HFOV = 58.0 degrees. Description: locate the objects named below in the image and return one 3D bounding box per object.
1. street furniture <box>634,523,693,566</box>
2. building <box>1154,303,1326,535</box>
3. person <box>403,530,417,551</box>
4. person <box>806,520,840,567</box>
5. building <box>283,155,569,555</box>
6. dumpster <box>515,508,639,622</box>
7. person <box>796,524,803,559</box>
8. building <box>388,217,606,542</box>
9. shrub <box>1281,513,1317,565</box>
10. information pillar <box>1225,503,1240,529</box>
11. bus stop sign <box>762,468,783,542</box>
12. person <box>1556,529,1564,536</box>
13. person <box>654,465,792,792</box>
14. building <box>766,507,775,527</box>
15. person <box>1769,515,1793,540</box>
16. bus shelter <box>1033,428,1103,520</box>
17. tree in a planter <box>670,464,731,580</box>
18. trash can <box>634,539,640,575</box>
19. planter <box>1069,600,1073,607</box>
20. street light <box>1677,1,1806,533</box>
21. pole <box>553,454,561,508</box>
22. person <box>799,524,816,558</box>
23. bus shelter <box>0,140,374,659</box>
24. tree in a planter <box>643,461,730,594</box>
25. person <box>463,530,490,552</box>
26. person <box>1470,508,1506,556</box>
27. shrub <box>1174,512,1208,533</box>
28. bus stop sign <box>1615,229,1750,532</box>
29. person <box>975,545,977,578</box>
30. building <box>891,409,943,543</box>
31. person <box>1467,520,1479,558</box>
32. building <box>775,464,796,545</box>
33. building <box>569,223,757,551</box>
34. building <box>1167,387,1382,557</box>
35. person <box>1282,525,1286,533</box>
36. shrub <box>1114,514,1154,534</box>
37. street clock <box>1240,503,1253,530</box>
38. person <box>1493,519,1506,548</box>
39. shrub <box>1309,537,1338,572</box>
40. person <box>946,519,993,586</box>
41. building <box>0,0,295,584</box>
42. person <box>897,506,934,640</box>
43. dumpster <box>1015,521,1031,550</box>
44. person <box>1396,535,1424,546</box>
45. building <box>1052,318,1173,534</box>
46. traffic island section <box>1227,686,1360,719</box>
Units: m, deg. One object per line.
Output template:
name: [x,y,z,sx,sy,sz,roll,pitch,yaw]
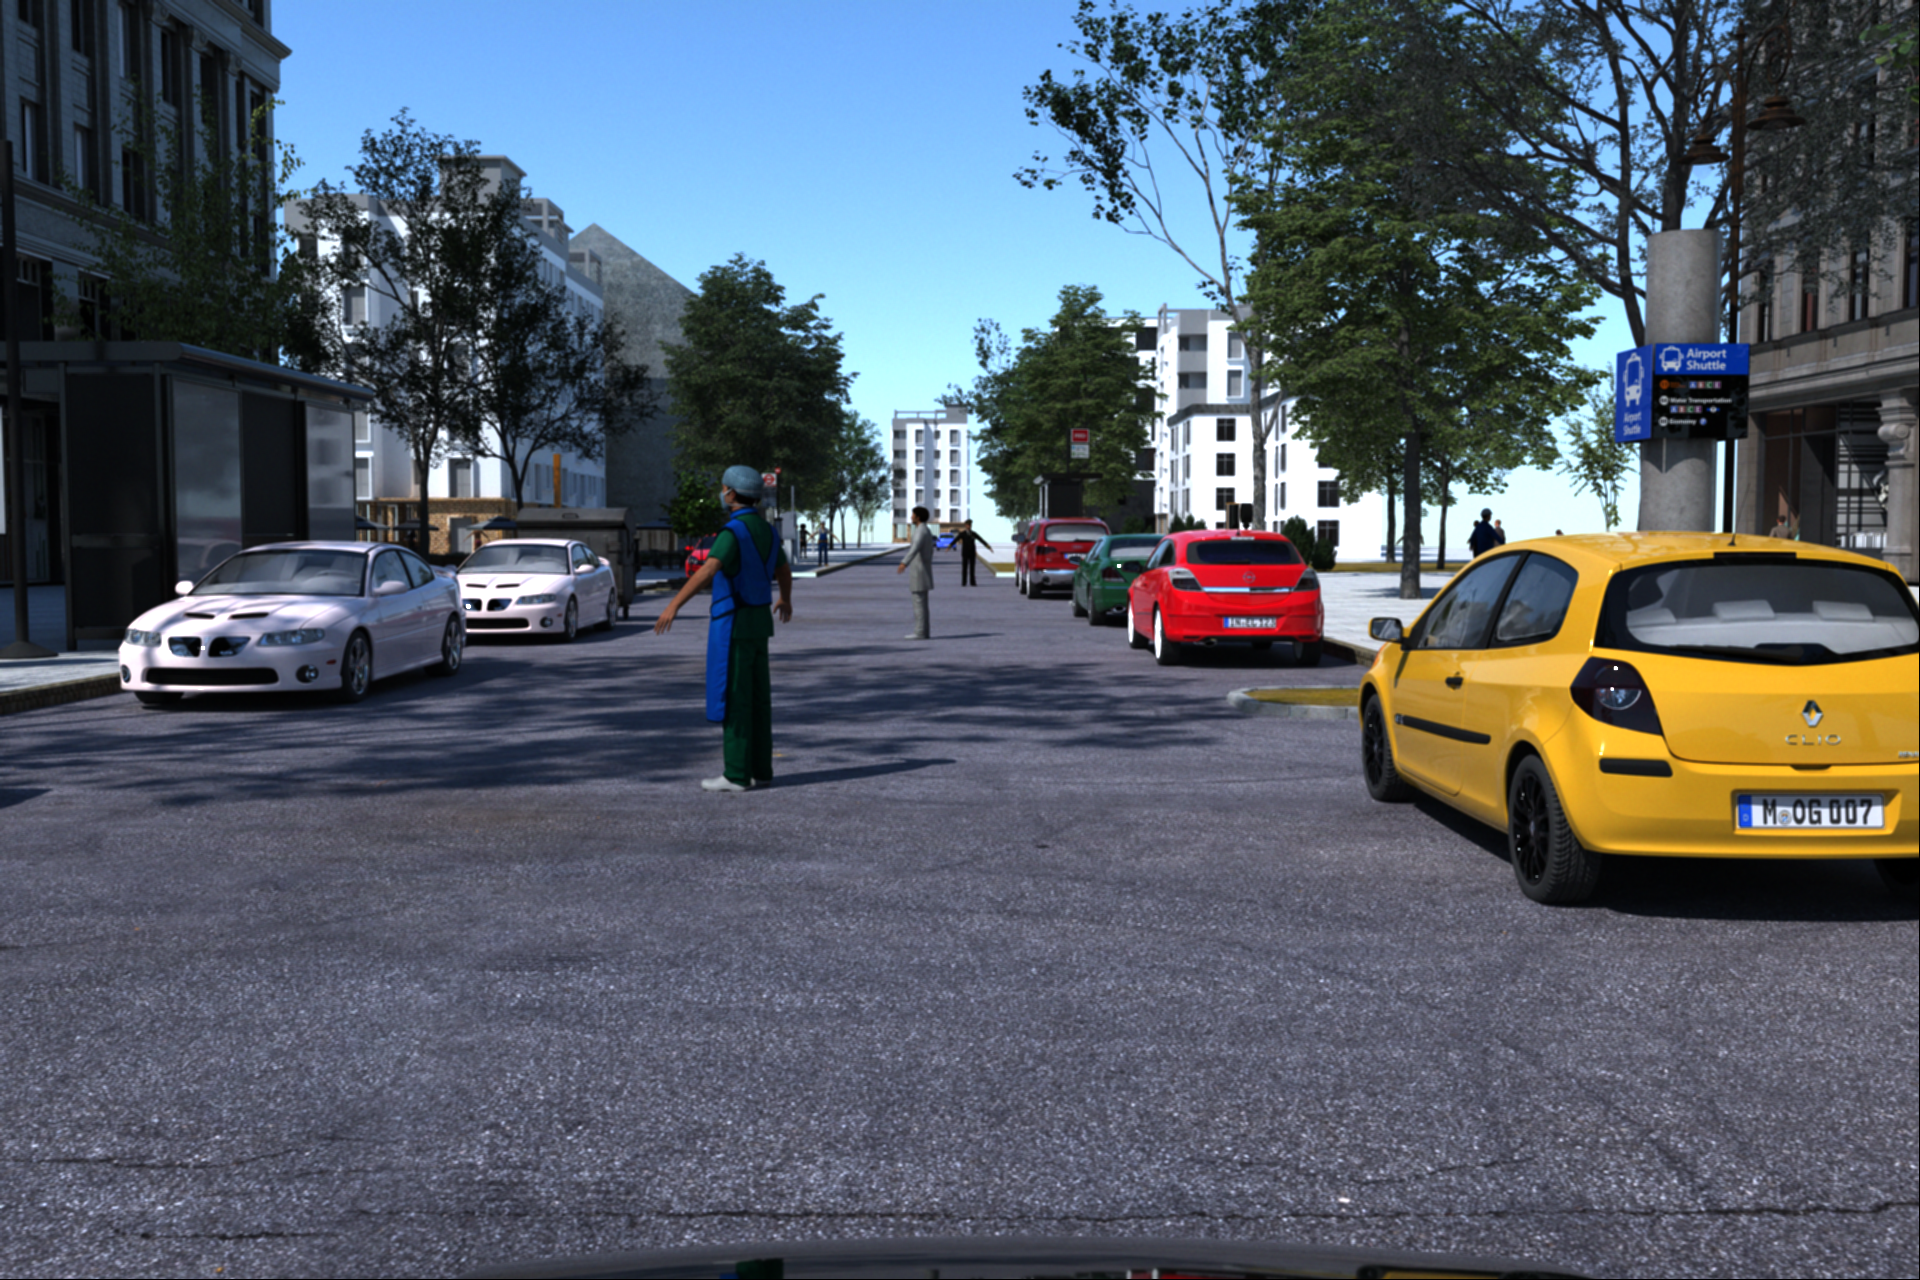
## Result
street furniture: [-14.568,-3.980,71.931,11.010,1.723,9.812,1,4,14]
building: [21.225,-17.499,142.520,16.016,20.090,11.380,0,4,-1]
person: [-24.475,-4.304,77.084,0.721,1.740,1.216,-3,5,-40]
person: [-5.408,-3.827,68.432,1.347,1.847,0.705,0,4,-7]
building: [-27.655,-14.158,87.903,16.016,20.090,11.380,0,4,-1]
dumpster: [-6.325,-1.247,28.603,1.865,1.857,1.264,0,3,0]
person: [-8.296,-4.997,87.970,0.705,1.796,1.348,-1,4,-22]
building: [-29.044,-15.194,104.840,16.016,20.090,11.380,0,4,0]
shrub: [12.127,-3.563,62.678,1.690,2.028,1.600,0,3,0]
information pillar: [6.447,-2.231,40.970,0.304,2.012,0.304,0,3,0]
bus stop sign: [-7.518,-4.942,69.510,0.855,3.939,0.416,0,4,1]
person: [19.027,-2.776,54.661,0.421,1.427,0.697,-1,4,-15]
person: [-1.250,-0.072,9.759,0.704,1.817,1.347,2,4,24]
building: [-30.161,-21.797,187.315,19.493,23.208,18.063,0,4,-1]
person: [20.771,-2.283,43.896,0.617,1.759,0.750,1,4,19]
bus shelter: [3.843,-5.239,63.286,2.179,5.291,8.768,0,4,0]
tree in a planter: [-6.637,-2.887,44.432,1.991,3.239,1.994,0,3,0]
trash can: [-10.474,-2.642,54.854,0.748,1.137,0.748,0,3,0]
planter: [3.188,-0.823,34.601,1.991,0.319,1.994,0,4,-1]
street light: [7.021,-2.627,15.738,0.468,5.910,1.993,0,4,-1]
pole: [-10.263,-3.081,44.212,0.158,3.312,0.155,0,3,0]
person: [-8.261,-5.210,91.323,1.345,1.843,0.704,1,4,10]
bus shelter: [-9.472,-2.611,20.318,2.179,5.291,8.768,0,4,1]
tree in a planter: [-6.568,-2.748,42.156,1.991,3.239,1.994,0,4,0]
person: [-21.301,-4.256,76.396,1.217,1.733,0.721,-2,4,-35]
person: [11.499,-1.954,37.820,0.705,1.842,1.347,-1,4,-19]
shrub: [7.946,-3.362,59.395,1.690,2.028,1.600,0,3,0]
bus stop sign: [6.363,-1.609,15.326,0.837,3.901,0.837,0,4,0]
person: [0.487,-2.738,56.484,0.599,1.433,0.991,0,4,-3]
building: [-9.630,-24.127,253.358,11.380,20.090,16.016,-1,4,-9]
person: [19.694,-3.665,66.142,0.704,1.802,1.346,3,4,36]
building: [-26.052,-21.617,209.855,16.016,20.090,11.380,0,4,0]
building: [-25.934,-18.400,131.776,19.493,23.208,18.063,0,4,-1]
building: [19.505,-10.377,111.811,9.099,9.664,28.070,0,4,0]
person: [17.358,-5.247,91.913,0.705,1.813,1.348,-3,4,-38]
shrub: [6.566,-3.772,65.714,1.661,2.075,1.752,0,3,0]
street clock: [6.669,-2.190,40.371,0.358,2.002,0.471,0,4,-1]
person: [17.458,-3.051,56.473,0.990,1.755,0.434,-2,4,-35]
shrub: [12.408,-2.937,59.130,1.383,1.207,1.383,0,3,0]
person: [0.246,-2.401,47.656,1.347,1.837,0.705,-1,4,-12]
building: [-28.364,-16.246,45.218,16.754,29.471,25.880,0,4,-1]
person: [-0.569,-0.917,23.631,0.705,1.806,1.347,1,4,14]
dumpster: [2.774,-2.988,57.072,1.865,1.857,1.264,0,4,-2]
person: [14.443,-2.984,55.547,0.721,1.744,1.215,-2,4,-29]
building: [23.317,-20.542,179.837,27.936,21.610,32.646,0,3,0]
traffic island section: [3.273,0.518,14.397,1.991,0.108,1.994,0,4,-1]
